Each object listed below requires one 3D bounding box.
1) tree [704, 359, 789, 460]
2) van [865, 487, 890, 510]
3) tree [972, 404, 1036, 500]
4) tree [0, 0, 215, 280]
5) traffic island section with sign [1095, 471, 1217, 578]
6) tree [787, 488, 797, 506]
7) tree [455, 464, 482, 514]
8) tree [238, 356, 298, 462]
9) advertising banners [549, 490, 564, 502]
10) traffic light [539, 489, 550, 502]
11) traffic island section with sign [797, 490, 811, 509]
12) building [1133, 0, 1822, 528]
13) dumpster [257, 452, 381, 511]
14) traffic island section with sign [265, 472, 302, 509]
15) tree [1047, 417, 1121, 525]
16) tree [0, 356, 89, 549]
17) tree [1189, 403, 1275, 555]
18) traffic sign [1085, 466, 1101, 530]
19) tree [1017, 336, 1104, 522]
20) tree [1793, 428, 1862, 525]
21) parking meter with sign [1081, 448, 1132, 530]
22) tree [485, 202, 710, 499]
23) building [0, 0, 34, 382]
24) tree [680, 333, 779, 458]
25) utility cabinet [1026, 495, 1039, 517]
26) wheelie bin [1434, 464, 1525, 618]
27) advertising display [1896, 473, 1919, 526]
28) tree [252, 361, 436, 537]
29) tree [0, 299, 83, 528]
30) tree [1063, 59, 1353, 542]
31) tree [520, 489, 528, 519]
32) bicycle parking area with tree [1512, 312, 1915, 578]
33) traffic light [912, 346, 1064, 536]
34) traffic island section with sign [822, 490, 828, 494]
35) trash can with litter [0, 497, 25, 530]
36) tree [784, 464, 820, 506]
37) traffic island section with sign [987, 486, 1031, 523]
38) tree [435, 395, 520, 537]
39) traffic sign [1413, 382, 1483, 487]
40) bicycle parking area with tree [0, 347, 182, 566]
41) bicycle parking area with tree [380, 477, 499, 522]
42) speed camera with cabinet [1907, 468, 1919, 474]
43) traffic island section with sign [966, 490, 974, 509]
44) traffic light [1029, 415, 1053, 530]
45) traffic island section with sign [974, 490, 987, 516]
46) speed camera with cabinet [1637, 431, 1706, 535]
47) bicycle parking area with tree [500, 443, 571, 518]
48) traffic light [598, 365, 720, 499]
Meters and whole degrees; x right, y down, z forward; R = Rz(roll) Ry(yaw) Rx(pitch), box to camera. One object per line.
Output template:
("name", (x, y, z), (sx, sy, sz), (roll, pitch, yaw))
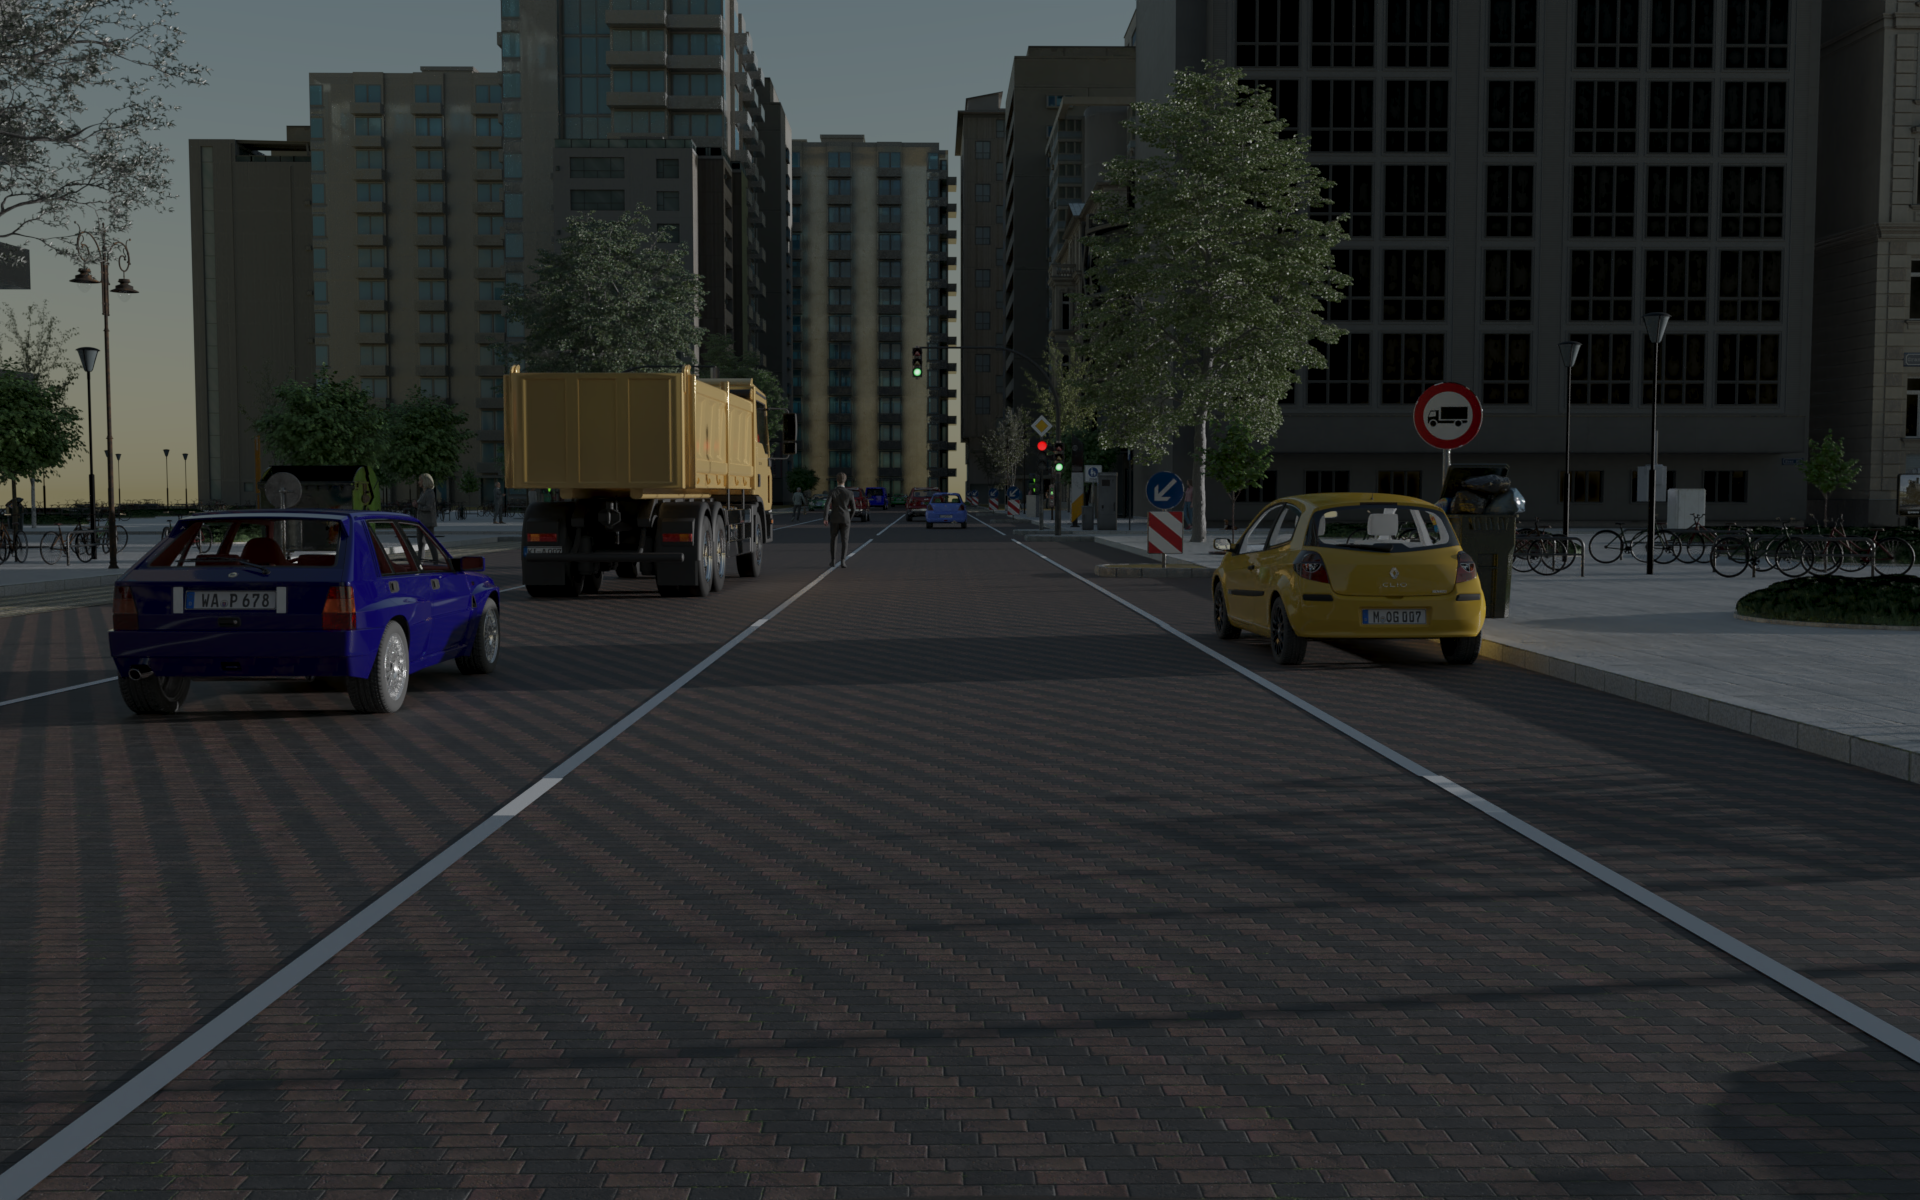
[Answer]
("tree", (-16.580, -12.634, 132.317), (9.928, 11.665, 9.643), (0, 3, 0))
("van", (-7.550, -9.300, 156.432), (2.240, 2.365, 5.245), (0, 4, 0))
("tree", (4.150, -12.046, 147.311), (4.360, 8.622, 3.978), (0, 3, 0))
("tree", (-14.785, -6.797, 21.502), (12.009, 13.543, 11.850), (0, 3, 0))
("traffic island section with sign", (3.419, -1.348, 30.673), (1.989, 1.847, 2.006), (0, 4, -1))
("tree", (-17.962, -11.855, 188.424), (1.663, 3.219, 1.824), (0, 3, 0))
("tree", (-31.309, -7.064, 110.099), (1.663, 3.219, 1.824), (0, 3, 0))
("tree", (-36.118, -8.654, 91.860), (4.360, 8.622, 3.978), (0, 3, 0))
("advertising banners", (-14.682, -4.130, 63.719), (0.090, 3.025, 2.074), (1, 4, 8))
("traffic light", (-12.857, -3.932, 53.211), (0.839, 4.253, 0.868), (0, 4, -1))
("traffic island section with sign", (-14.336, -9.487, 163.732), (1.989, 1.847, 2.006), (0, 4, -1))
("building", (19.676, -16.863, 69.220), (24.014, 27.812, 14.314), (0, 4, -1))
("dumpster", (-12.441, -1.753, 33.619), (1.985, 2.255, 1.502), (0, 4, 1))
("traffic island section with sign", (-12.206, -1.357, 30.822), (1.989, 1.847, 2.006), (0, 4, -1))
("tree", (5.208, -5.486, 73.407), (4.285, 4.588, 4.351), (0, 3, 0))
("tree", (-22.596, -3.511, 41.122), (4.285, 4.588, 4.351), (0, 3, 0))
("tree", (5.921, -2.576, 36.726), (1.663, 3.219, 1.824), (0, 3, 0))
("traffic sign", (4.744, -3.645, 61.724), (0.606, 2.300, 0.079), (1, 4, 8))
("tree", (4.956, -7.907, 79.644), (4.737, 8.622, 4.395), (0, 3, 0))
("tree", (25.464, -3.425, 50.600), (1.663, 3.219, 1.824), (0, 3, 0))
("parking meter with sign", (5.184, -3.972, 61.210), (1.738, 3.016, 0.543), (0, 4, -3))
("tree", (-15.637, -10.336, 75.644), (9.857, 13.997, 8.962), (0, 3, 0))
("building", (-40.080, -25.609, 38.318), (30.456, 49.044, 23.786), (0, 4, -1))
("tree", (-16.740, -12.513, 122.712), (7.486, 12.596, 7.792), (0, 3, 0))
("utility cabinet", (4.068, -5.193, 96.062), (0.306, 1.237, 1.020), (-2, 4, -29))
("wheelie bin", (5.418, -0.620, 18.041), (0.980, 1.594, 0.693), (0, 4, -6))
("advertising display", (29.805, -2.997, 54.207), (0.974, 1.923, 0.123), (0, 4, -3))
("tree", (-15.745, -3.628, 43.030), (4.285, 4.588, 4.351), (0, 3, 0))
("tree", (-34.977, -6.993, 64.695), (4.360, 8.622, 3.978), (0, 3, 0))
("tree", (6.780, -7.806, 45.755), (7.486, 12.596, 7.792), (0, 3, 0))
("tree", (-22.389, -6.448, 89.145), (4.285, 4.588, 4.351), (0, 3, 0))
("bicycle parking area with tree", (11.083, -2.639, 30.145), (9.016, 4.147, 8.231), (1, 4, 18))
("traffic light", (0.912, -4.810, 53.305), (4.771, 5.953, 1.251), (0, 4, -1))
("traffic island section with sign", (-14.771, -11.135, 190.683), (1.989, 1.847, 2.006), (0, 4, -1))
("trash can with litter", (-33.151, -2.997, 60.395), (1.055, 1.170, 0.624), (2, 4, 23))
("tree", (-17.304, -12.871, 194.152), (4.285, 4.588, 4.351), (0, 3, 0))
("traffic island section with sign", (2.519, -4.751, 86.302), (1.989, 1.847, 2.006), (0, 4, -1))
("tree", (-16.032, -4.147, 51.519), (4.285, 4.588, 4.351), (0, 3, 0))
("traffic sign", (5.541, -1.202, 19.751), (0.768, 2.556, 0.104), (0, 4, 7))
("bicycle parking area with tree", (-19.640, -2.853, 33.641), (8.231, 4.147, 9.016), (1, 4, 11))
("bicycle parking area with tree", (-27.937, -5.876, 83.074), (8.231, 4.147, 9.016), (0, 4, 6))
("speed camera with cabinet", (34.773, -4.104, 61.434), (2.038, 3.252, 0.660), (1, 4, 9))
("traffic island section with sign", (1.299, -9.461, 163.320), (1.989, 1.847, 2.006), (0, 4, -1))
("traffic light", (2.875, -4.437, 61.463), (0.839, 4.253, 0.868), (0, 4, -1))
("traffic island section with sign", (2.076, -6.450, 114.091), (1.989, 1.847, 2.006), (0, 4, -1))
("speed camera with cabinet", (22.382, -3.679, 54.480), (2.038, 3.252, 0.660), (-1, 4, -11))
("bicycle parking area with tree", (-23.718, -6.819, 98.490), (8.231, 4.147, 9.016), (-3, 5, -40))
("traffic light", (-10.894, -5.296, 61.263), (4.771, 5.953, 1.251), (0, 4, -1))
